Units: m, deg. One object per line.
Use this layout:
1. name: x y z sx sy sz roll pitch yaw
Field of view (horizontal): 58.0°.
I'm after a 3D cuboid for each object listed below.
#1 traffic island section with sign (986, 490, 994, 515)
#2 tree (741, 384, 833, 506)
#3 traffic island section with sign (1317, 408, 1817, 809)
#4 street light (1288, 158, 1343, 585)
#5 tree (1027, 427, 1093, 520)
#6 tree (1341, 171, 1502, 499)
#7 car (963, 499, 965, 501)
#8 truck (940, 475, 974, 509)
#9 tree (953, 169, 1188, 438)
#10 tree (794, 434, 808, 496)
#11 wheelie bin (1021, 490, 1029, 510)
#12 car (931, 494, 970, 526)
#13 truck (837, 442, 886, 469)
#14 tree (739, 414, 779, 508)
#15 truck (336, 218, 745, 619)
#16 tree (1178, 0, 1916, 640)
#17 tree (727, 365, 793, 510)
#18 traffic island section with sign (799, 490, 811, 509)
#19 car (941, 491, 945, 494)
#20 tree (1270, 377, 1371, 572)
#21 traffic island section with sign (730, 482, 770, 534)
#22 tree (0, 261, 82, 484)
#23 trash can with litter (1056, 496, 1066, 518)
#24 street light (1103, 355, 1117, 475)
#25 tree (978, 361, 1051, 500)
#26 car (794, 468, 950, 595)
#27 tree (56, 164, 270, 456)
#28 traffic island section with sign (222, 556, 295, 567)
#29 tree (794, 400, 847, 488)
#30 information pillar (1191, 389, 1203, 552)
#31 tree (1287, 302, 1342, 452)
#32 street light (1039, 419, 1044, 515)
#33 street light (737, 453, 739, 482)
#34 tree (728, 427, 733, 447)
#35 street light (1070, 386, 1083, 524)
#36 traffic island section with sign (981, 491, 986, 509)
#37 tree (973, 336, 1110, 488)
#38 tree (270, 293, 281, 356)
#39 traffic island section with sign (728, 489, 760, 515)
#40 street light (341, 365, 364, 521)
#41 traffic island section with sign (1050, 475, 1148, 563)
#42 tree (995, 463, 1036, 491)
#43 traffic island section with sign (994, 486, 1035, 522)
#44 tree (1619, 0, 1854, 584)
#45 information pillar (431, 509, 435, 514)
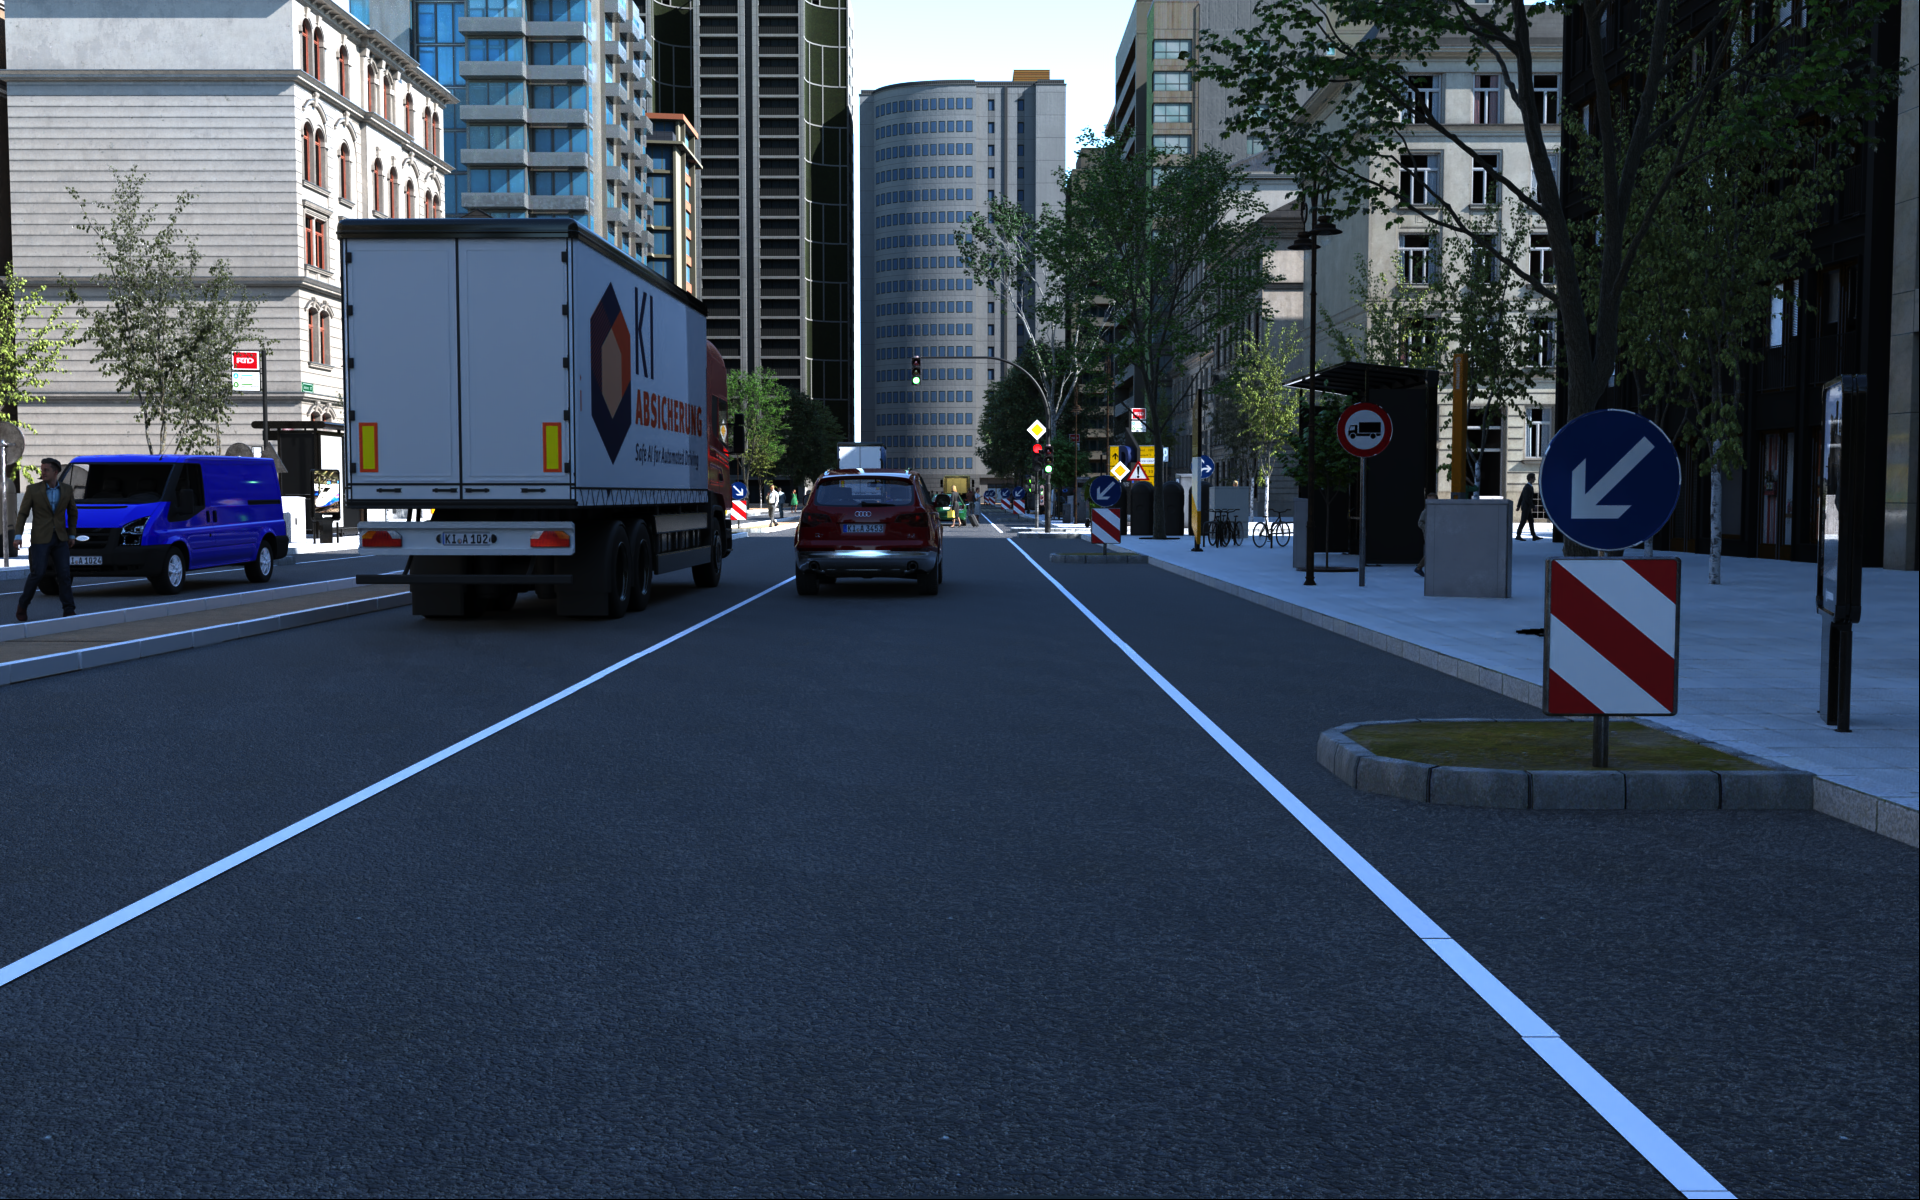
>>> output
1. traffic island section with sign: 2.945 -6.632 117.056 1.989 1.847 2.006 0 3 0
2. tree: -17.528 -16.071 179.771 9.611 12.733 9.660 0 3 0
3. traffic island section with sign: 2.910 -0.011 8.816 1.989 1.847 2.006 0 3 0
4. street light: 4.932 -3.146 24.233 0.468 5.910 1.993 0 3 0
5. tree: 4.835 -6.249 85.883 4.285 4.588 4.351 0 3 0
6. tree: 12.332 -5.523 40.669 4.737 8.622 4.395 0 3 0
7. car: -0.612 -7.481 132.094 2.009 1.686 4.222 0 4 0
8. truck: -0.301 -10.816 172.770 3.469 3.379 9.791 0 4 0
9. tree: 6.681 -14.804 97.927 12.611 20.169 13.585 0 3 0
10. tree: -18.048 -15.269 200.014 4.360 8.622 3.978 0 3 0
11. wheelie bin: 5.191 -7.911 137.255 0.980 1.594 0.693 0 4 -3
12. car: -0.613 -4.150 79.655 2.131 1.459 4.920 0 4 0
13. truck: -5.502 -6.739 99.102 2.839 4.237 11.283 0 4 -1
14. tree: -17.808 -12.473 154.296 4.737 8.622 4.395 0 3 0
15. truck: -4.973 -2.099 23.236 2.839 4.237 11.283 0 4 1
16. tree: 5.670 -5.485 15.434 9.928 11.665 9.643 0 3 0
17. tree: -17.318 -13.103 139.982 9.928 11.665 9.643 0 3 0
18. traffic island section with sign: -14.561 -9.745 167.965 1.989 1.847 2.006 0 3 0
19. car: -1.211 -10.687 183.409 2.281 1.827 5.304 0 4 1
20. tree: 6.130 -2.101 28.948 1.663 3.219 1.824 0 3 0
21. traffic island section with sign: -8.229 -3.478 65.009 2.006 1.907 1.989 0 3 0
22. tree: -24.453 -5.662 42.944 4.737 8.622 4.395 0 3 0
23. trash can with litter: 5.606 -5.117 95.051 0.624 1.170 1.055 -1 4 -8
24. street light: 4.844 -5.143 56.881 0.468 5.910 1.993 0 3 0
25. tree: 4.918 -13.955 146.295 7.486 12.596 7.792 0 3 0
26. car: -1.298 -1.068 26.137 2.281 1.827 5.304 0 4 1
27. tree: -18.024 -5.414 38.884 4.360 8.622 3.978 0 3 0
28. traffic island section with sign: -14.609 -1.612 34.981 1.989 1.847 2.006 0 3 0
29. tree: -17.024 -17.735 208.099 7.486 12.596 7.792 0 3 0
30. information pillar: 5.298 -2.899 38.753 0.183 3.616 0.504 0 4 -8
31. tree: 12.685 -6.187 51.513 4.737 8.622 4.395 0 3 0
32. street light: 4.972 -8.202 106.883 0.468 5.910 1.993 0 3 0
33. street light: -16.866 -9.706 131.477 0.468 5.910 1.993 0 3 0
34. tree: -17.911 -10.705 109.445 7.601 10.594 8.767 3 5 42
35. street light: 4.949 -6.190 73.994 0.468 5.910 1.993 0 3 0
36. traffic island section with sign: 2.960 -9.692 167.099 1.989 1.847 2.006 0 3 0
37. tree: 5.967 -12.695 124.568 9.611 12.733 9.660 0 3 0
38. tree: -23.213 -6.296 53.297 4.360 8.622 3.978 0 3 0
39. traffic island section with sign: -14.578 -6.648 117.318 1.989 1.847 2.006 0 3 0
40. street light: -16.929 -4.652 48.854 0.468 5.910 1.993 0 3 0
41. traffic island section with sign: 2.919 -1.721 36.760 1.989 1.847 2.006 0 3 0
42. tree: 5.739 -14.647 189.842 4.360 8.622 3.978 0 3 0
43. traffic island section with sign: 2.932 -4.983 90.101 1.989 1.847 2.006 0 3 0
44. tree: 10.508 -4.528 24.401 4.737 8.622 4.395 0 3 0
45. information pillar: -19.975 -4.571 66.085 0.183 3.616 0.504 3 5 41
